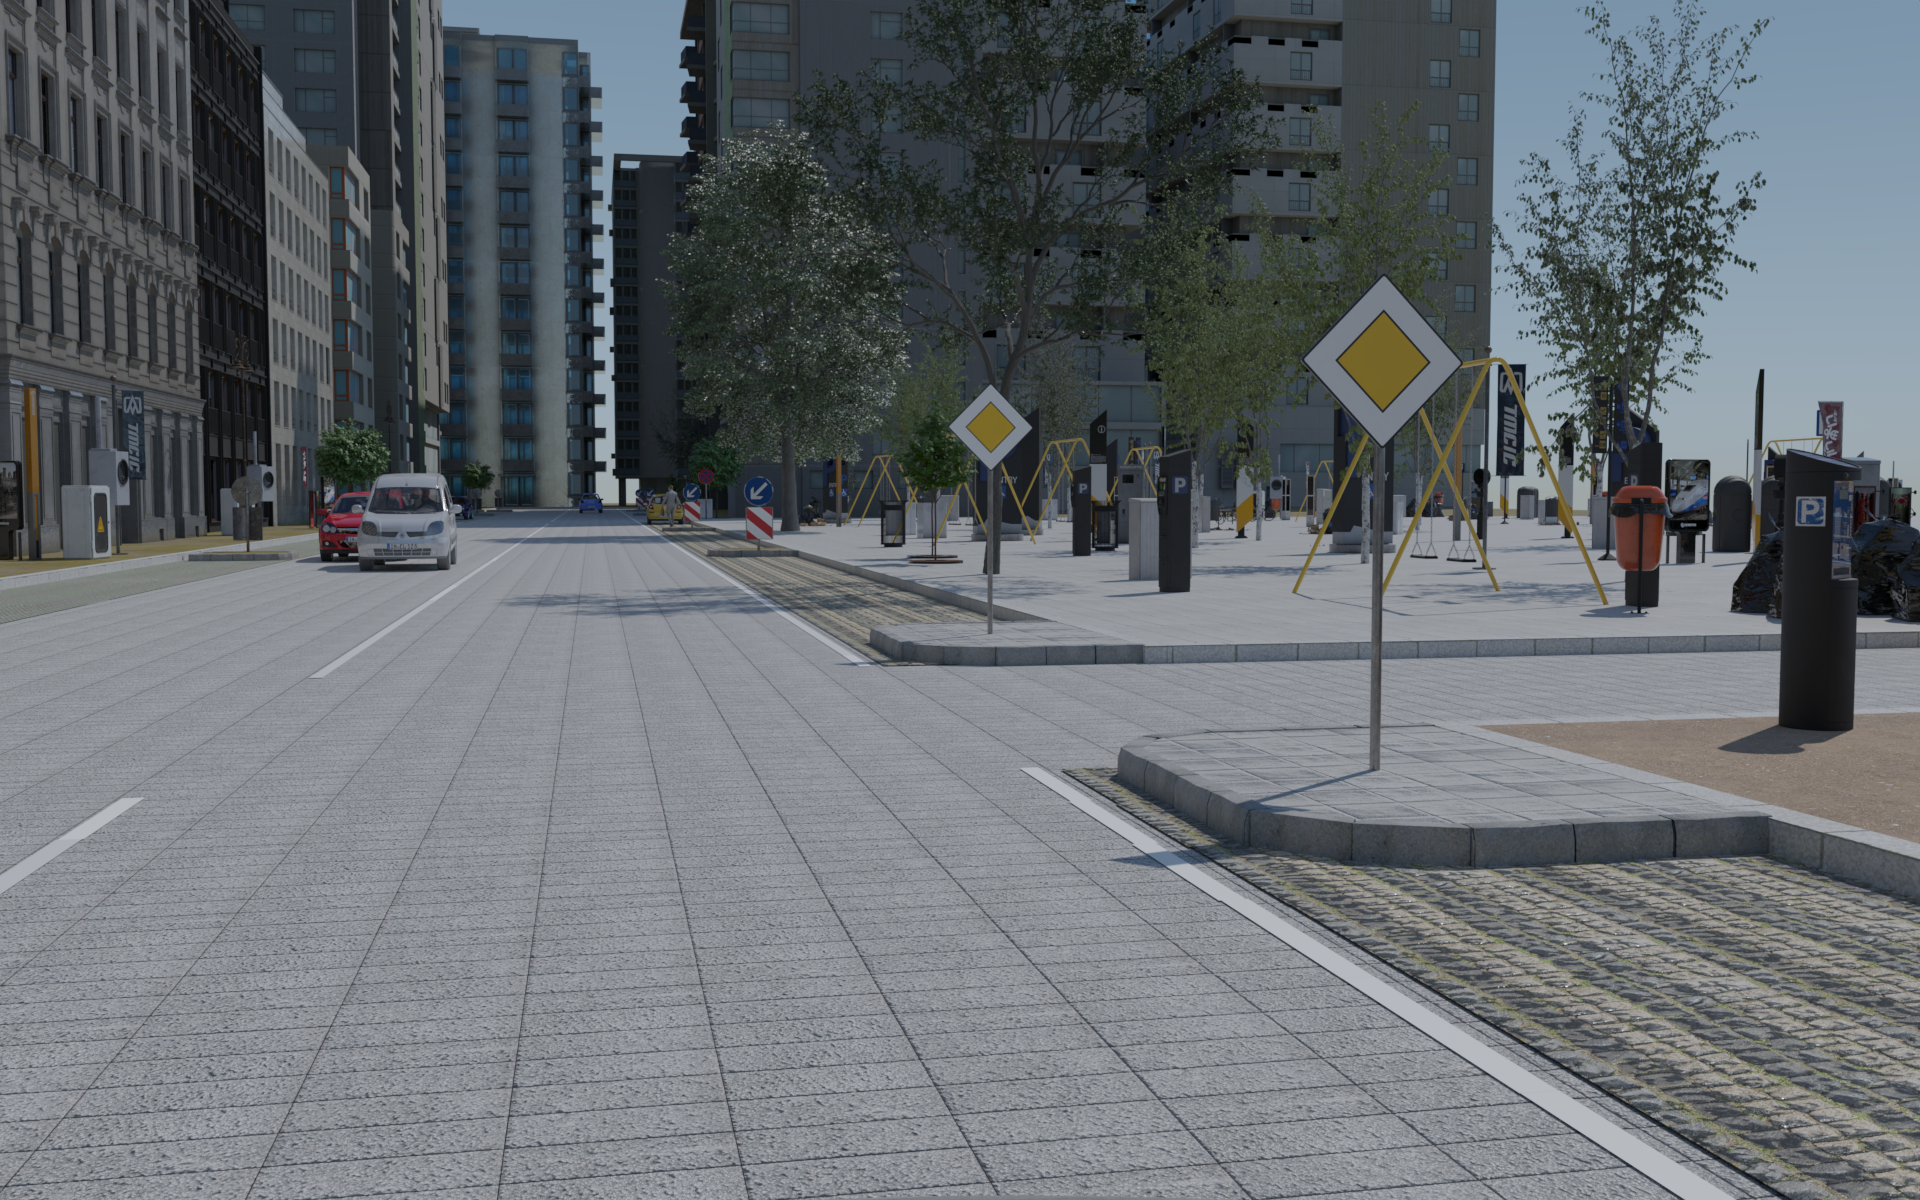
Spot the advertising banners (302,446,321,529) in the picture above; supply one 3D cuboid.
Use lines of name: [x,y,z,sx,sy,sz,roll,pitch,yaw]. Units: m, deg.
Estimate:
advertising banners: [-24.075,-4.164,64.265,0.090,3.025,2.074,0,4,-4]

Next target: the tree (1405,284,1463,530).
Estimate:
tree: [16.466,-6.778,61.177,4.360,8.622,3.978,0,3,0]

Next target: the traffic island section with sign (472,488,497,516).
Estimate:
traffic island section with sign: [-31.514,-6.395,113.192,1.989,1.847,2.006,-1,4,-12]

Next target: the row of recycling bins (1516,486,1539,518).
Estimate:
row of recycling bins: [30.545,-5.257,93.071,1.069,1.692,3.534,1,4,23]

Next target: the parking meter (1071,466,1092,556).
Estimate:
parking meter: [2.507,-1.845,35.883,0.399,1.863,0.255,0,4,-8]

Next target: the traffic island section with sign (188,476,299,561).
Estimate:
traffic island section with sign: [-15.543,-1.778,37.701,1.989,1.847,2.006,-1,4,-12]

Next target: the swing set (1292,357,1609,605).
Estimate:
swing set: [5.901,-1.450,21.321,2.862,2.851,3.119,0,4,-8]

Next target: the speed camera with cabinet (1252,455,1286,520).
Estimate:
speed camera with cabinet: [15.296,-5.670,87.044,2.038,3.252,0.660,2,4,24]

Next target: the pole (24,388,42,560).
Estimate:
pole: [-17.925,-2.424,33.472,0.158,3.312,0.155,0,3,0]

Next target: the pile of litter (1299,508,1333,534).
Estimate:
pile of litter: [11.673,-2.543,55.543,1.719,0.858,1.176,0,4,-5]

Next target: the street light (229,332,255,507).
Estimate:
street light: [-20.458,-4.690,49.468,0.468,5.910,1.993,-1,4,-12]

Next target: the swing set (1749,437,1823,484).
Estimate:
swing set: [23.691,-3.138,48.918,2.862,2.851,3.119,0,4,-2]

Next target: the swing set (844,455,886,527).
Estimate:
swing set: [-3.041,-4.412,69.749,2.862,2.851,3.119,-1,4,-15]

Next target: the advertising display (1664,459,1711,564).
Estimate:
advertising display: [13.443,-1.640,32.030,0.974,1.923,0.123,-1,4,-21]

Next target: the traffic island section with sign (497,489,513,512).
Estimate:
traffic island section with sign: [-37.123,-8.014,139.650,1.989,1.847,2.006,-1,4,-12]

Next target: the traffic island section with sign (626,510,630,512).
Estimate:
traffic island section with sign: [-26.472,-8.176,142.299,1.989,1.847,2.006,-1,4,-12]

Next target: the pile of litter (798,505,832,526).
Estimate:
pile of litter: [-5.860,-3.377,69.177,1.719,0.858,1.176,-2,4,-25]

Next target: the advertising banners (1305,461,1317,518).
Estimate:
advertising banners: [19.014,-5.927,93.094,0.090,3.025,2.074,3,4,38]

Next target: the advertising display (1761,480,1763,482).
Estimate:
advertising display: [37.638,-4.625,80.825,0.974,1.923,0.123,-2,4,-30]

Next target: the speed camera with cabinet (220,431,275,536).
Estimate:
speed camera with cabinet: [-22.224,-3.652,54.045,0.660,3.252,2.038,1,4,12]

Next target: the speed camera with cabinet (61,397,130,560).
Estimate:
speed camera with cabinet: [-17.278,-2.465,34.641,0.660,3.252,2.038,0,4,-6]

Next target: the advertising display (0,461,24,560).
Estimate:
advertising display: [-18.574,-1.738,33.626,0.974,1.923,0.123,1,4,23]

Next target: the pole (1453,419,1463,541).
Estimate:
pole: [13.634,-3.279,47.452,0.158,3.312,0.155,0,3,0]

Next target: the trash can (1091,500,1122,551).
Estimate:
trash can: [3.278,-1.680,39.121,0.748,1.137,0.748,0,3,0]

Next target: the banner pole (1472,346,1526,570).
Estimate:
banner pole: [9.166,-2.407,29.379,0.863,3.779,0.401,0,4,8]

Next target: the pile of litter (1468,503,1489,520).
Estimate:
pile of litter: [26.050,-4.481,87.224,1.176,0.858,1.719,1,4,19]

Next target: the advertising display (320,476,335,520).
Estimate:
advertising display: [-22.859,-3.514,62.665,0.123,1.923,0.974,0,4,3]

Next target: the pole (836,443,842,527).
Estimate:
pole: [-4.719,-4.498,67.389,0.158,3.312,0.155,0,3,0]

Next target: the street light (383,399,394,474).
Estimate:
street light: [-27.844,-6.839,84.600,0.468,5.910,1.993,-1,4,-12]

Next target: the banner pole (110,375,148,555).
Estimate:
banner pole: [-17.682,-2.859,36.761,0.401,3.779,0.863,3,5,42]

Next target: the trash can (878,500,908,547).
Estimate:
trash can: [-1.617,-1.850,41.902,0.748,1.137,0.748,0,3,0]

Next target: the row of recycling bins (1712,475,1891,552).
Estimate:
row of recycling bins: [18.362,-1.880,37.844,3.534,1.692,1.069,2,4,26]

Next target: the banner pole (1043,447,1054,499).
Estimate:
banner pole: [4.685,-6.154,90.630,0.863,3.779,0.401,-2,4,-24]

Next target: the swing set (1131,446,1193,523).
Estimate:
swing set: [6.208,-3.692,57.992,2.862,2.851,3.119,-1,4,-9]

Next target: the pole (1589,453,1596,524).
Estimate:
pole: [26.805,-4.862,73.343,0.158,3.312,0.155,0,3,0]

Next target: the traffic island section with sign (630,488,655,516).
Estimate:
traffic island section with sign: [-20.832,-6.545,115.646,1.989,1.847,2.006,-1,4,-12]

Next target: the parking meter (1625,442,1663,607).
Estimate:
parking meter: [7.814,-0.862,19.807,0.255,1.863,0.399,0,4,-4]

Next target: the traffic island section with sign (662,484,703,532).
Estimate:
traffic island section with sign: [-10.466,-3.552,66.699,1.989,1.847,2.006,-1,4,-12]

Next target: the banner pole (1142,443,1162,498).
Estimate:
banner pole: [9.459,-5.771,84.380,0.863,3.779,0.401,-1,4,-9]

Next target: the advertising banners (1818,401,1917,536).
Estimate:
advertising banners: [17.134,-2.237,32.761,2.074,3.025,0.090,0,4,-8]

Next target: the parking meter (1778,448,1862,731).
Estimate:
parking meter: [4.717,-0.067,9.502,0.372,1.533,0.369,0,3,0]

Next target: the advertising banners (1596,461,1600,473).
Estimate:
advertising banners: [34.076,-5.803,91.074,0.090,3.025,2.074,-1,4,-20]

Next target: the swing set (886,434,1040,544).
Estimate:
swing set: [0.034,-2.893,44.921,2.862,2.851,3.119,-2,4,-23]

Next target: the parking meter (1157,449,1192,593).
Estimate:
parking meter: [2.800,-1.036,22.653,0.399,1.863,0.255,-1,4,-21]

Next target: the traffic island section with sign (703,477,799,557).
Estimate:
traffic island section with sign: [-4.826,-1.922,40.057,1.989,1.847,2.006,-1,4,-12]

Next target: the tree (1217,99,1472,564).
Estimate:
tree: [7.247,-4.976,31.725,4.737,8.622,4.395,0,3,0]

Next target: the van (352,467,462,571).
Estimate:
van: [-10.745,-1.638,33.795,2.013,2.044,4.112,-1,4,-14]

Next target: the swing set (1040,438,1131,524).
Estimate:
swing set: [3.032,-3.207,50.062,2.862,2.851,3.119,-1,4,-12]

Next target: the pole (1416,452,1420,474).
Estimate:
pole: [22.364,-5.550,84.589,0.158,3.312,0.155,0,3,0]

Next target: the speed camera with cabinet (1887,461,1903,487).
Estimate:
speed camera with cabinet: [54.997,-6.657,103.181,2.038,3.252,0.660,0,4,-1]
